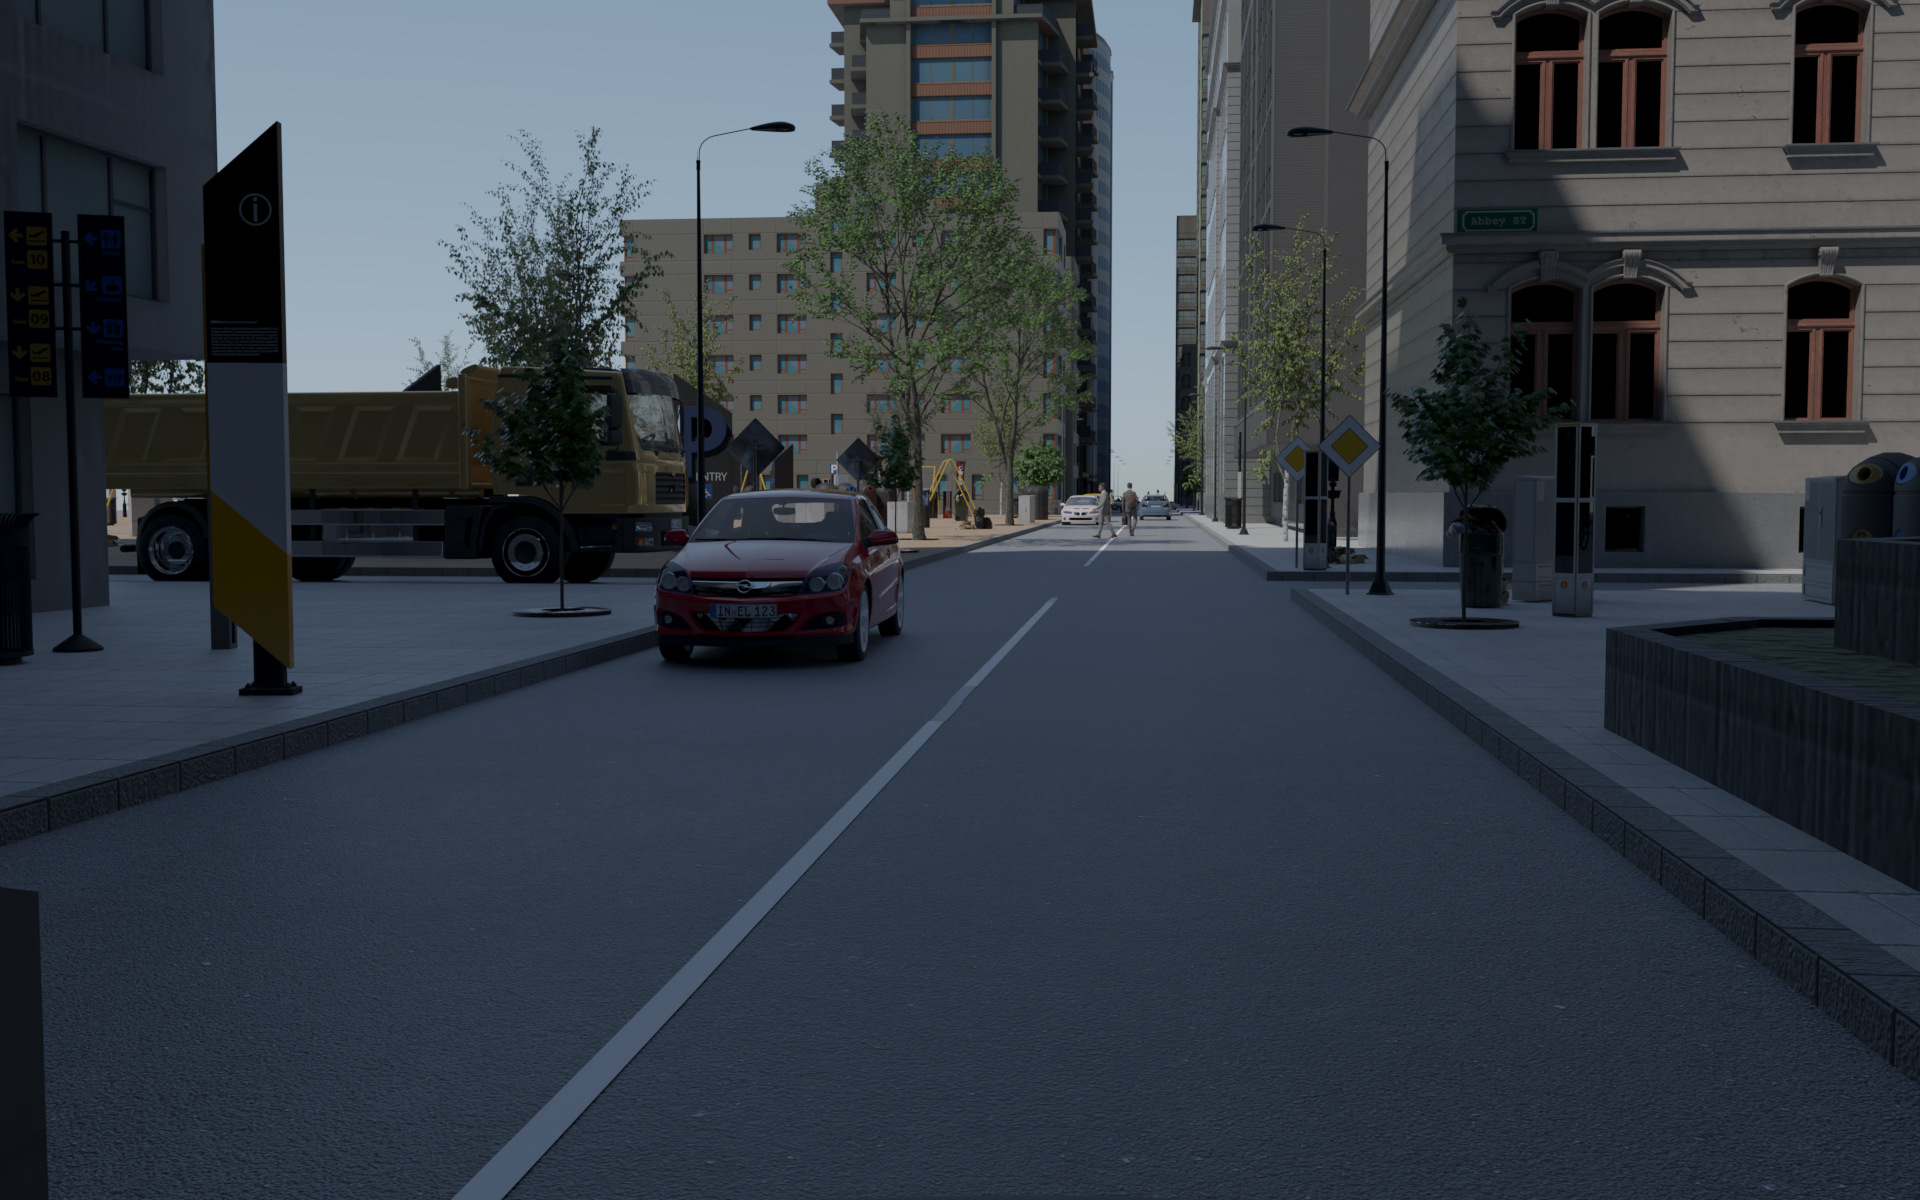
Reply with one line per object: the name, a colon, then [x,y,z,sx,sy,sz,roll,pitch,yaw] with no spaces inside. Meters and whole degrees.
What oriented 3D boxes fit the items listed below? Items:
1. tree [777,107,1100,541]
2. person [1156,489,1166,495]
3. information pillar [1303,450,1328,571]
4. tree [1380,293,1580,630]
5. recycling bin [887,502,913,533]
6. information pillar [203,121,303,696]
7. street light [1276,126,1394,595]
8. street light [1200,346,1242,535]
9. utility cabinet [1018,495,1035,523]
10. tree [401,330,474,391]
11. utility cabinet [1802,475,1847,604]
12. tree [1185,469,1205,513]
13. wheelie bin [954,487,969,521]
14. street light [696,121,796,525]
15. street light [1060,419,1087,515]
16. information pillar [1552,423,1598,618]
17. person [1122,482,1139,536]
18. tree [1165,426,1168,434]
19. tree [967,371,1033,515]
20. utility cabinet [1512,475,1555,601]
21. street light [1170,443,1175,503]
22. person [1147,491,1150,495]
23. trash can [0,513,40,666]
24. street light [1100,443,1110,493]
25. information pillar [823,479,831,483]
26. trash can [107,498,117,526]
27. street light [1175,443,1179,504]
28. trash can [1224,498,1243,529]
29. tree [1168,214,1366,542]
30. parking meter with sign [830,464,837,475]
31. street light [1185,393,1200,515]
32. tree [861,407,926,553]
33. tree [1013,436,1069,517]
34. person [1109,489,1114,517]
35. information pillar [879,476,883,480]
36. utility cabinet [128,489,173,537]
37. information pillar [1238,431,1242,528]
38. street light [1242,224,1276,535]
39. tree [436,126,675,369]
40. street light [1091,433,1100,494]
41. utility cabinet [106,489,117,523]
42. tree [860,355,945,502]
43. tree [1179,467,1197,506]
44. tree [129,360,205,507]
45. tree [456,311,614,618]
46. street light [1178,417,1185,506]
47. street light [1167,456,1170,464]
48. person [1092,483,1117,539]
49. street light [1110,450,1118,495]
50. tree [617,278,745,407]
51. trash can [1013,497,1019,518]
tree: [-1.318,-7.470,47.896,9.928,11.665,9.643,0,3,0]
person: [12.421,-5.991,107.251,0.742,1.727,0.445,1,4,17]
information pillar: [5.966,-1.502,29.053,0.304,2.012,0.304,3,4,39]
tree: [4.843,-1.363,16.893,1.663,3.219,1.824,0,3,0]
recycling bin: [-1.947,-2.711,56.874,0.722,1.027,0.722,1,4,14]
information pillar: [-4.500,-1.201,10.991,0.504,3.616,0.183,0,4,-2]
street light: [4.828,-3.025,21.996,1.470,5.913,1.316,0,4,6]
street light: [8.410,-5.011,54.467,1.470,5.913,1.316,0,4,6]
utility cabinet: [2.974,-4.043,77.257,0.306,1.237,1.020,-2,4,-27]
tree: [-23.597,-7.815,78.139,4.737,8.622,4.395,0,3,0]
utility cabinet: [10.238,-0.715,20.371,0.318,1.500,1.173,1,4,10]
tree: [16.034,-7.487,117.021,1.663,3.219,1.824,0,3,0]
wheelie bin: [0.098,-4.543,82.192,0.693,1.594,0.980,1,4,11]
street light: [-2.746,-3.013,21.811,1.470,5.913,1.316,0,4,6]
street light: [6.908,-8.207,106.725,1.470,5.913,1.316,0,4,6]
information pillar: [6.418,-0.832,18.092,0.304,2.012,0.304,-2,4,-33]
person: [5.800,-3.091,58.999,0.622,1.834,0.822,1,4,20]
tree: [15.711,-9.887,112.017,4.737,8.622,4.395,0,3,0]
tree: [2.451,-9.398,104.019,4.737,8.622,4.395,0,3,0]
utility cabinet: [7.102,-0.744,20.848,1.173,1.500,0.318,-3,5,-43]
street light: [19.933,-11.227,156.106,1.470,5.913,1.316,0,4,6]
person: [20.795,-11.071,190.237,0.721,1.736,1.217,2,4,23]
trash can: [-7.336,-0.085,13.046,0.748,1.137,0.748,0,3,0]
street light: [12.506,-11.237,156.273,1.470,5.913,1.316,0,4,6]
information pillar: [-6.421,-4.841,83.637,0.304,2.012,0.304,1,4,17]
trash can: [-34.661,-3.595,70.435,0.748,1.137,0.748,0,3,0]
street light: [17.180,-9.688,130.944,1.470,5.913,1.316,0,4,6]
trash can: [10.051,-3.182,63.672,0.748,1.137,0.748,0,3,0]
tree: [8.941,-5.889,46.647,4.737,8.622,4.395,0,3,0]
parking meter with sign: [-6.959,-6.426,101.326,0.543,3.016,1.738,1,4,23]
street light: [11.271,-6.575,80.038,1.470,5.913,1.316,0,4,6]
tree: [-1.332,-2.665,38.178,1.663,3.219,1.824,0,3,0]
tree: [4.499,-6.941,97.201,4.285,4.588,4.351,0,3,0]
person: [9.580,-6.071,108.556,0.721,1.735,1.217,0,4,6]
information pillar: [-2.869,-3.753,65.850,0.304,2.012,0.304,-3,4,-36]
utility cabinet: [-24.179,-2.634,51.737,1.173,1.500,0.318,-3,5,-43]
information pillar: [10.492,-4.505,65.008,0.183,3.616,0.504,0,4,4]
street light: [5.709,-3.506,29.866,1.470,5.913,1.316,0,4,6]
tree: [-7.808,-5.116,34.009,4.360,8.622,3.978,0,3,0]
street light: [9.703,-9.734,131.684,1.470,5.913,1.316,0,4,6]
utility cabinet: [-37.358,-4.126,76.140,0.318,1.500,1.173,-3,4,-38]
tree: [-2.898,-8.491,89.194,4.360,8.622,3.978,0,3,0]
tree: [25.903,-12.841,193.670,4.285,4.588,4.351,0,3,0]
tree: [-24.502,-6.010,48.634,4.360,8.622,3.978,0,3,0]
tree: [-4.238,-1.463,18.526,1.663,3.219,1.824,0,3,0]
street light: [14.308,-8.168,106.085,1.470,5.913,1.316,0,4,6]
street light: [22.600,-12.732,180.710,1.470,5.913,1.316,0,4,6]
person: [4.655,-2.875,55.783,0.850,1.792,0.678,1,4,11]
street light: [16.214,-13.263,189.392,1.470,5.913,1.316,0,4,6]
tree: [-9.358,-6.674,59.488,4.737,8.622,4.395,0,3,0]
trash can: [2.856,-4.917,92.049,0.748,1.137,0.748,0,3,0]
